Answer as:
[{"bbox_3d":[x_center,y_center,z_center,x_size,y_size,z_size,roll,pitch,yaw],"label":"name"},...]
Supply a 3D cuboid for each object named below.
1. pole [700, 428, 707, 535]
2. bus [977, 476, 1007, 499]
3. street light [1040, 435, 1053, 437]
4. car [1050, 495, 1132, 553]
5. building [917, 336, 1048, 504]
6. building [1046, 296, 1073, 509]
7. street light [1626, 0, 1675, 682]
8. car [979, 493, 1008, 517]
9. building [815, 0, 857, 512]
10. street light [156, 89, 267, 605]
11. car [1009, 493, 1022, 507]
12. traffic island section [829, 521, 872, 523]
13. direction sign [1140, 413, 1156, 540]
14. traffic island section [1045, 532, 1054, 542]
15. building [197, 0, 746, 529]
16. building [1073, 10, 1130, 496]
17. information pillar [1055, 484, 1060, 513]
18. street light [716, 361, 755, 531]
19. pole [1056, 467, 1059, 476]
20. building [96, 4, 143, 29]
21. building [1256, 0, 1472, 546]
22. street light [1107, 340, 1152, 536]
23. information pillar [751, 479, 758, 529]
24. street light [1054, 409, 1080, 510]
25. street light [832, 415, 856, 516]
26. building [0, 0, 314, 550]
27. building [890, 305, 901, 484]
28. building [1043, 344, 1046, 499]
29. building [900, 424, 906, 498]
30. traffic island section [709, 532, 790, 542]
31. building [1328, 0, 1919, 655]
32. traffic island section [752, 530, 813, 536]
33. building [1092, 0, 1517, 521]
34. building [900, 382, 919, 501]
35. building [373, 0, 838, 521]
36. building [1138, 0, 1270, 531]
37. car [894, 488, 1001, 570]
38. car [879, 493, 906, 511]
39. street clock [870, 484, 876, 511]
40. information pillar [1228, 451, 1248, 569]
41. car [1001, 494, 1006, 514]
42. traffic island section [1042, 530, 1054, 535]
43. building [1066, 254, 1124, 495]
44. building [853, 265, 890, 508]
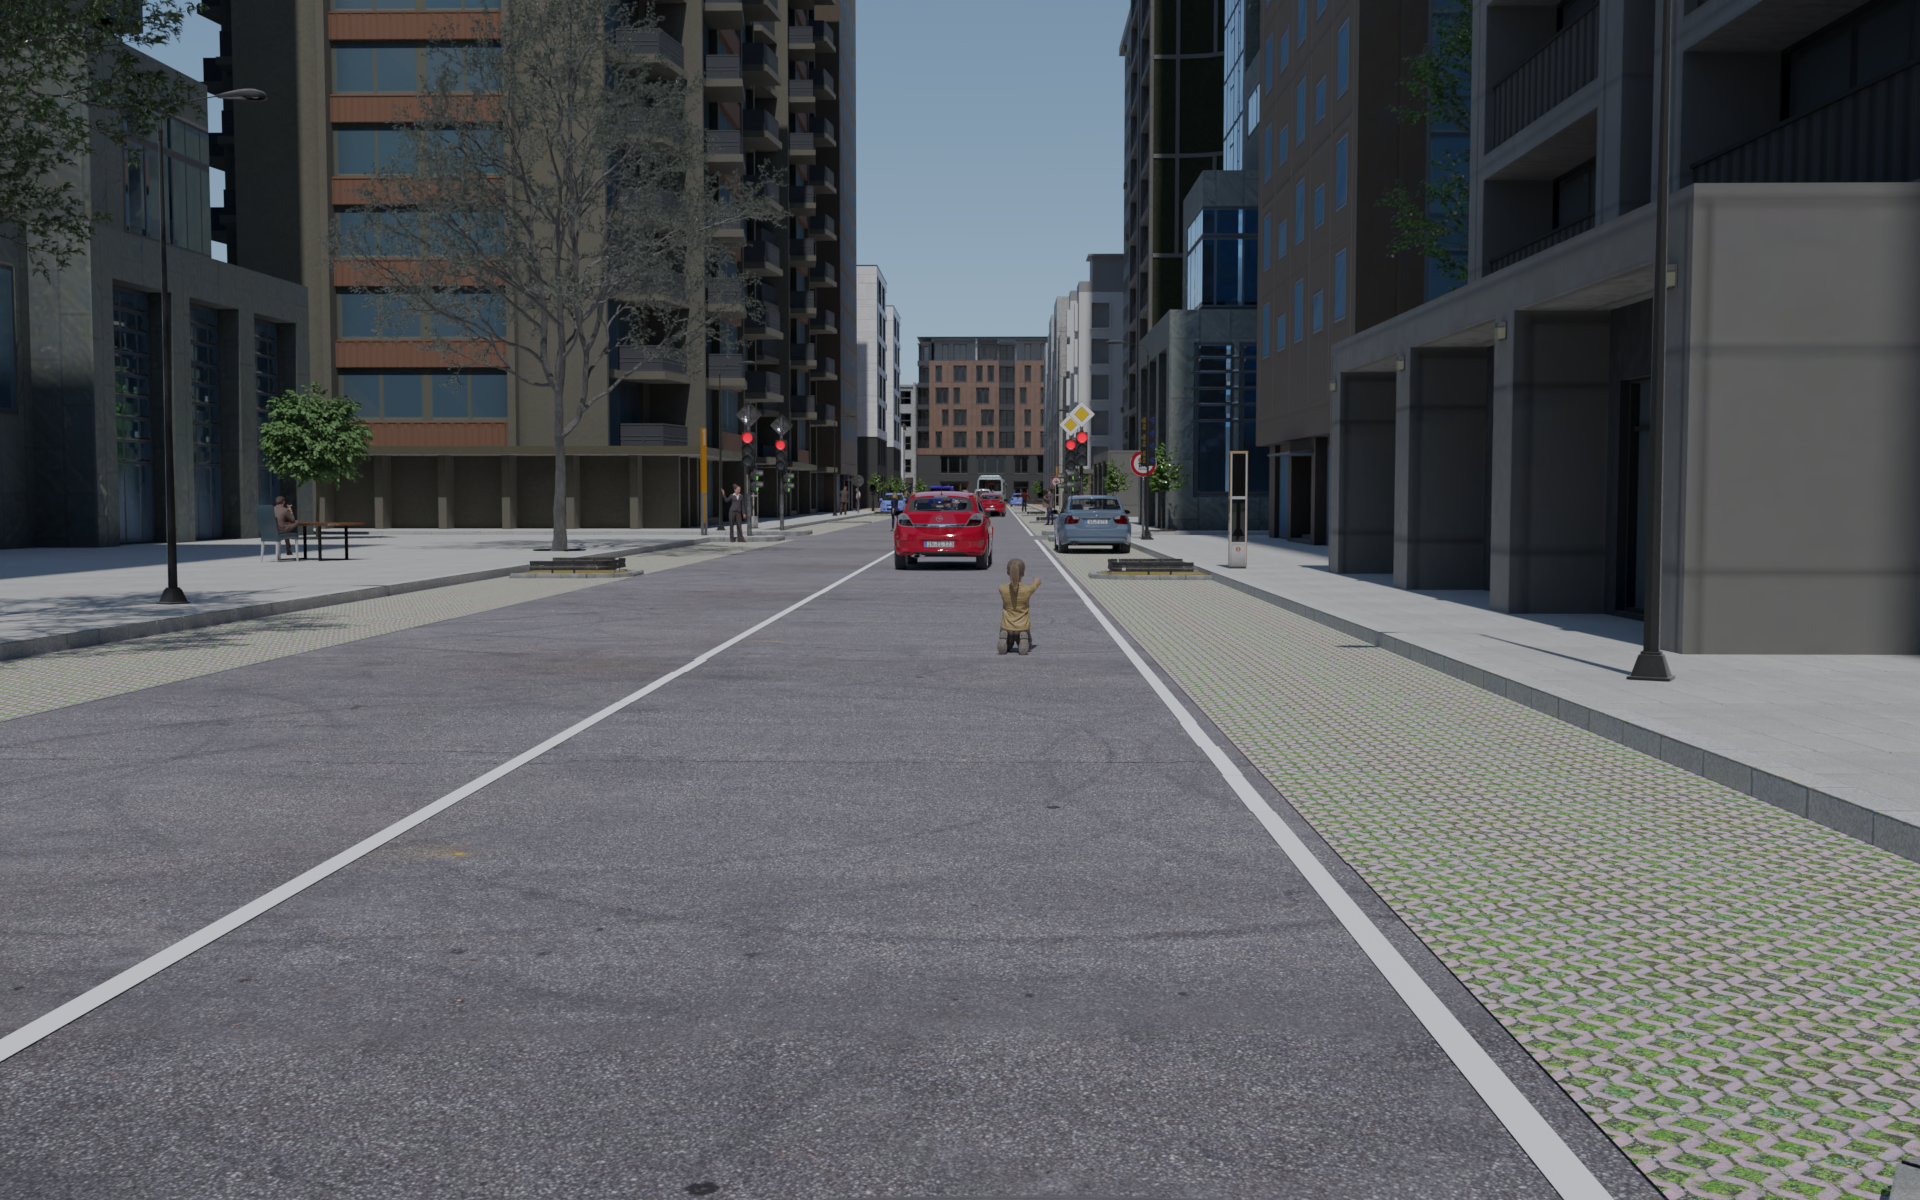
[{"bbox_3d":[-7.940,-3.658,53.657,0.158,3.312,0.155,0,3,0],"label":"pole"},{"bbox_3d":[3.332,-11.340,180.265,2.948,3.499,13.247,0,4,3],"label":"bus"},{"bbox_3d":[6.914,-9.955,135.307,1.470,5.913,1.316,0,4,1],"label":"street light"},{"bbox_3d":[3.255,-1.890,42.910,2.014,1.417,4.499,0,4,1],"label":"car"},{"bbox_3d":[10.952,-23.911,234.914,32.646,21.610,27.936,0,4,1],"label":"building"},{"bbox_3d":[17.206,-18.157,163.330,16.747,18.905,31.486,0,4,1],"label":"building"},{"bbox_3d":[4.251,-2.404,11.849,1.470,5.913,1.316,0,4,1],"label":"street light"},{"bbox_3d":[1.982,-6.184,110.141,2.155,1.783,4.494,0,4,2],"label":"car"},{"bbox_3d":[-15.066,-29.176,127.144,14.600,45.320,14.200,0,4,1],"label":"building"},{"bbox_3d":[-8.648,-2.905,20.032,1.470,5.913,1.316,0,4,1],"label":"street light"},{"bbox_3d":[6.437,-11.211,192.893,1.945,1.707,3.694,0,4,0],"label":"car"},{"bbox_3d":[-5.400,-3.840,85.642,1.991,0.108,1.994,0,4,1],"label":"traffic island section"},{"bbox_3d":[5.261,-3.458,48.528,0.379,3.537,0.876,-1,4,-20],"label":"direction sign"},{"bbox_3d":[3.701,-1.852,52.566,2.009,0.180,2.903,0,4,1],"label":"traffic island section"},{"bbox_3d":[-19.723,-25.736,75.407,22.147,44.769,28.867,0,4,1],"label":"building"},{"bbox_3d":[24.358,-26.355,122.779,32.217,40.220,23.993,0,4,1],"label":"building"},{"bbox_3d":[6.790,-7.097,120.535,0.304,2.012,0.304,1,4,10],"label":"information pillar"},{"bbox_3d":[-7.848,-5.386,60.599,1.470,5.913,1.316,0,4,1],"label":"street light"},{"bbox_3d":[7.203,-8.237,128.515,0.158,3.312,0.155,0,3,0],"label":"pole"},{"bbox_3d":[-52.576,-29.706,74.932,27.495,52.752,28.713,0,4,1],"label":"building"},{"bbox_3d":[15.557,-24.038,43.140,14.600,45.320,14.200,0,4,1],"label":"building"},{"bbox_3d":[5.130,-4.885,52.408,1.470,5.913,1.316,0,4,1],"label":"street light"},{"bbox_3d":[-7.715,-3.664,64.392,0.304,2.012,0.304,2,4,27],"label":"information pillar"},{"bbox_3d":[6.052,-7.474,94.747,1.470,5.913,1.316,0,4,1],"label":"street light"},{"bbox_3d":[-6.801,-7.887,101.486,1.470,5.913,1.316,0,4,1],"label":"street light"},{"bbox_3d":[-36.000,-44.538,40.861,31.000,86.520,22.319,0,4,1],"label":"building"},{"bbox_3d":[-21.171,-20.898,185.657,27.936,21.610,32.646,0,4,1],"label":"building"},{"bbox_3d":[18.217,-20.094,194.999,16.747,18.905,31.486,0,4,1],"label":"building"},{"bbox_3d":[-20.676,-16.225,207.427,28.070,9.664,9.099,0,4,1],"label":"building"},{"bbox_3d":[-6.438,-1.866,52.789,2.009,0.180,2.903,0,4,1],"label":"traffic island section"},{"bbox_3d":[16.069,-35.335,15.975,20.563,71.187,20.611,0,4,1],"label":"building"},{"bbox_3d":[-6.266,-2.354,60.772,2.009,0.180,2.903,0,4,1],"label":"traffic island section"},{"bbox_3d":[18.598,-40.438,99.407,20.563,71.187,20.611,0,4,1],"label":"building"},{"bbox_3d":[-21.238,-22.209,229.569,31.486,18.905,16.747,0,4,1],"label":"building"},{"bbox_3d":[-19.244,-27.555,105.150,22.147,44.769,28.867,0,4,1],"label":"building"},{"bbox_3d":[23.052,-46.260,69.029,31.000,86.520,22.319,0,4,1],"label":"building"},{"bbox_3d":[-0.281,-1.543,34.270,2.155,1.783,4.494,0,4,3],"label":"car"},{"bbox_3d":[-4.789,-7.013,124.260,1.945,1.707,3.694,0,4,1],"label":"car"},{"bbox_3d":[-6.424,-7.543,127.891,0.471,2.002,0.358,1,4,11],"label":"street clock"},{"bbox_3d":[4.786,-1.550,29.832,0.304,2.012,0.304,0,4,4],"label":"information pillar"},{"bbox_3d":[2.360,-7.007,123.359,1.959,1.807,4.718,0,4,0],"label":"car"},{"bbox_3d":[3.873,-2.341,60.549,2.009,0.180,2.903,0,4,1],"label":"traffic island section"},{"bbox_3d":[16.786,-17.461,141.903,16.016,20.091,11.380,0,4,1],"label":"building"},{"bbox_3d":[-21.358,-18.876,152.601,27.936,21.610,32.646,0,4,1],"label":"building"}]
